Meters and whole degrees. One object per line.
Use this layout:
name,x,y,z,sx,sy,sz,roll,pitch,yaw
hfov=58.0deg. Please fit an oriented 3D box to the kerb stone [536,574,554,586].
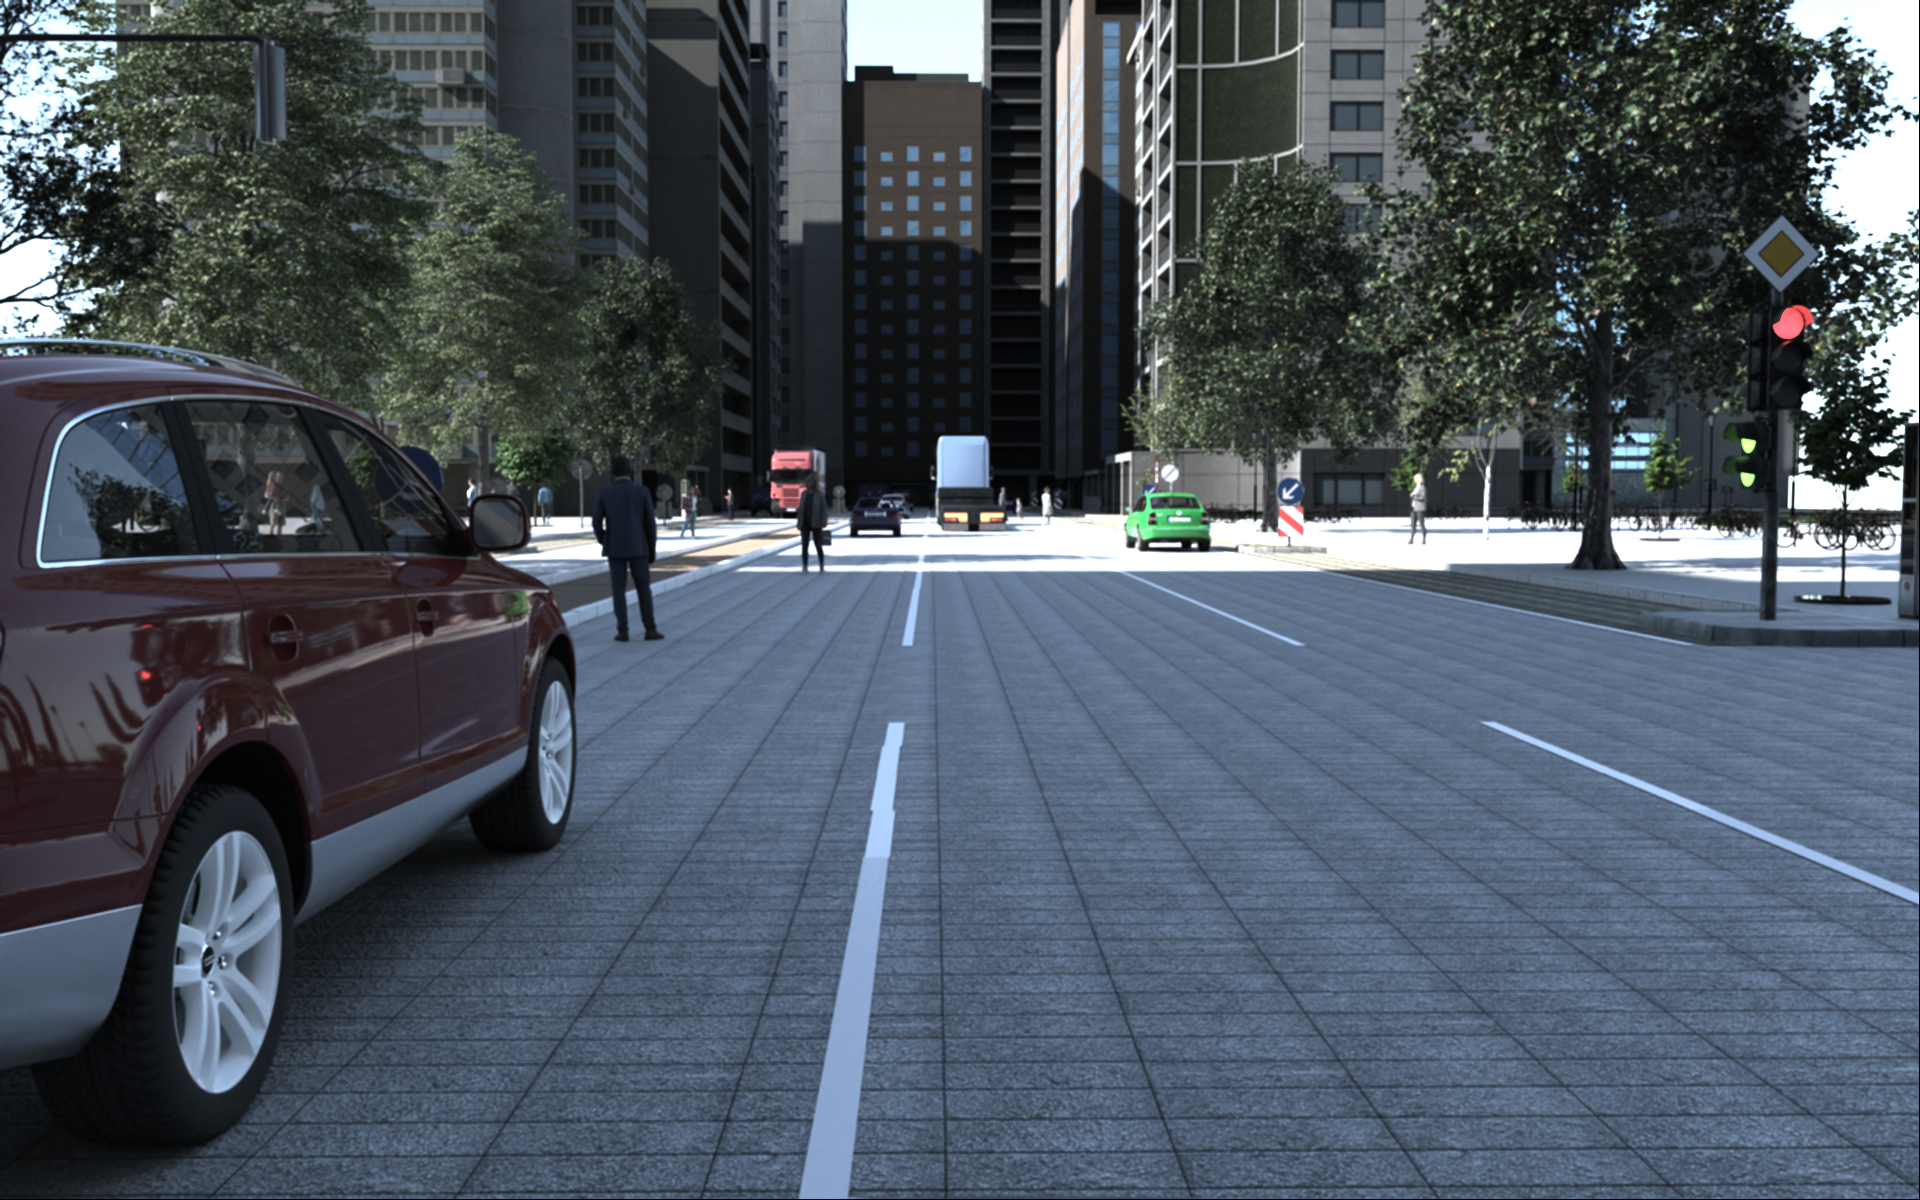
kerb stone,-6.468,-0.272,26.676,0.120,0.150,1.000,0,4,-1

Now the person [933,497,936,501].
person,-1.516,-7.991,139.245,1.348,1.812,0.705,-2,4,-29

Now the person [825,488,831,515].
person,-9.126,-6.681,117.763,0.705,1.821,1.348,-2,4,-32

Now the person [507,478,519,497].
person,-15.802,-3.362,60.818,0.655,1.846,0.447,0,4,-3

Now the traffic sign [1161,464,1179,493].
traffic sign,9.012,-4.548,74.473,0.768,2.556,0.104,0,4,0

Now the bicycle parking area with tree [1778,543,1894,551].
bicycle parking area with tree,23.610,-3.131,38.186,9.016,4.147,8.231,0,4,4

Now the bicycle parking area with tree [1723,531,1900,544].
bicycle parking area with tree,27.604,-3.961,51.768,9.016,4.147,8.231,-2,4,-35

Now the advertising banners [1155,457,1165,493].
advertising banners,9.198,-5.102,79.608,0.090,3.025,2.074,0,4,-5

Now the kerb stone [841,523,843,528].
kerb stone,-5.125,-3.096,72.824,0.120,0.150,1.000,0,4,-1

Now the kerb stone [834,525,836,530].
kerb stone,-5.034,-2.784,67.710,0.120,0.150,1.000,0,4,-1

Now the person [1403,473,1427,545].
person,11.533,-2.292,43.701,0.526,1.800,0.537,0,4,-7

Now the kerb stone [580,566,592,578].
kerb stone,-6.517,-0.462,29.752,0.120,0.150,1.000,0,4,-1

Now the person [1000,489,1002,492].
person,2.722,-5.995,107.038,0.721,1.766,1.217,0,4,-7

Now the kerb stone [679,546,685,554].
kerb stone,-6.706,-1.153,41.054,0.120,0.150,1.000,0,4,-1

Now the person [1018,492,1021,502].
person,5.447,-9.164,159.801,0.415,1.643,0.593,-1,4,-23

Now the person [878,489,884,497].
person,-5.244,-6.432,114.114,0.683,1.767,0.568,3,5,39

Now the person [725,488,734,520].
person,-12.654,-5.224,94.436,0.750,1.759,0.617,2,4,25

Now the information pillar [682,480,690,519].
information pillar,-14.283,-5.244,90.224,0.304,2.012,0.304,3,4,38

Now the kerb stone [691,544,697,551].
kerb stone,-6.733,-1.279,43.105,0.120,0.150,1.000,0,4,-1

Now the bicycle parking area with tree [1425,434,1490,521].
bicycle parking area with tree,26.818,-5.773,81.393,9.016,4.147,8.231,-1,4,-22

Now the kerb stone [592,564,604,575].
kerb stone,-6.529,-0.525,30.781,0.120,0.150,1.000,0,4,-1

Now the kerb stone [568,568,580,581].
kerb stone,-6.501,-0.399,28.724,0.120,0.150,1.000,0,4,-1

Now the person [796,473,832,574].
person,-2.574,-1.368,31.054,0.709,1.800,0.728,1,4,21

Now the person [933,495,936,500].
person,-1.683,-7.788,136.621,0.721,1.735,1.217,-3,5,-44

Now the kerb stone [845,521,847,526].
kerb stone,-5.166,-3.285,75.900,0.120,0.150,1.000,0,4,-1

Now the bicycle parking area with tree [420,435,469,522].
bicycle parking area with tree,-26.224,-5.752,81.044,9.016,4.147,8.231,1,4,19

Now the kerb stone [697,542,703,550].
kerb stone,-6.749,-1.341,44.127,0.120,0.150,1.000,0,4,-1

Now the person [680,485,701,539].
person,-8.573,-2.800,55.118,0.643,1.720,0.563,3,4,36

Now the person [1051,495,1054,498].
person,9.647,-10.026,169.976,1.348,1.822,0.705,0,4,-8

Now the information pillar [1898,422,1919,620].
information pillar,9.874,-0.811,17.755,0.304,2.012,0.304,0,4,-2

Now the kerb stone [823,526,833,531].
kerb stone,-5.001,-2.658,65.656,0.120,0.150,1.000,0,4,-1

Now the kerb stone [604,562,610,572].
kerb stone,-6.544,-0.583,31.820,0.120,0.150,1.000,0,4,-1

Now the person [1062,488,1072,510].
person,8.496,-8.185,140.578,1.217,1.736,0.721,1,4,14

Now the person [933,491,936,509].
person,-2.438,-9.555,165.509,0.721,1.735,1.217,1,4,10

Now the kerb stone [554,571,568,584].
kerb stone,-6.479,-0.337,27.702,0.120,0.150,1.000,0,4,-1

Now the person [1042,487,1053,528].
person,3.670,-3.888,72.824,0.466,1.731,0.760,0,4,5

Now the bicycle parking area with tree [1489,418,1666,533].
bicycle parking area with tree,24.069,-4.531,61.077,8.231,4.147,9.016,0,4,3

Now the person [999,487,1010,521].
person,2.308,-5.001,90.670,0.834,1.777,0.661,-1,4,-18

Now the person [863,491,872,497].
person,-7.332,-7.851,137.661,0.742,1.727,0.445,-2,4,-30

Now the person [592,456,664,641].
person,-3.230,-0.503,16.905,0.721,1.800,0.419,-1,4,-18

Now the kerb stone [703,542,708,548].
kerb stone,-6.770,-1.404,45.149,0.120,0.150,1.000,0,4,-1

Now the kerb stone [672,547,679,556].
kerb stone,-6.681,-1.089,40.030,0.120,0.150,1.000,0,4,-1

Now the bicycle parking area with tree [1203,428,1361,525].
bicycle parking area with tree,13.410,-5.475,76.511,9.016,4.147,8.231,1,4,19

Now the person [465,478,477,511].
person,-16.837,-3.299,60.005,0.654,1.822,0.581,-1,4,-21

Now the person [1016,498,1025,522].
person,3.055,-4.594,88.633,0.382,1.210,0.505,2,4,28

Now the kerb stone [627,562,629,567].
kerb stone,-6.597,-0.774,34.887,0.120,0.150,1.000,0,4,-1

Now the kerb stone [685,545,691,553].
kerb stone,-6.718,-1.216,42.080,0.120,0.150,1.000,0,4,-1

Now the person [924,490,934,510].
person,-2.643,-8.957,155.042,0.705,1.812,1.348,3,5,44

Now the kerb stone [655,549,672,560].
kerb stone,-6.671,-1.028,38.999,0.120,0.150,1.000,0,4,-1

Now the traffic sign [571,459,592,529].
traffic sign,-13.708,-3.831,62.750,0.768,2.556,0.104,0,4,0

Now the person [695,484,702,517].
person,-14.494,-5.478,95.635,0.705,1.821,1.348,-2,4,-30

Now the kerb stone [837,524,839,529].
kerb stone,-5.077,-2.909,69.754,0.120,0.150,1.000,0,4,-1

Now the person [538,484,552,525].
person,-17.411,-4.058,72.737,0.601,1.785,0.444,-1,4,-18

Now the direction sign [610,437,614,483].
direction sign,-13.807,-4.696,68.785,0.379,3.537,0.876,0,4,-3

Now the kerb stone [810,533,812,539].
kerb stone,-4.822,-1.964,54.370,0.120,0.150,1.000,0,4,-1
